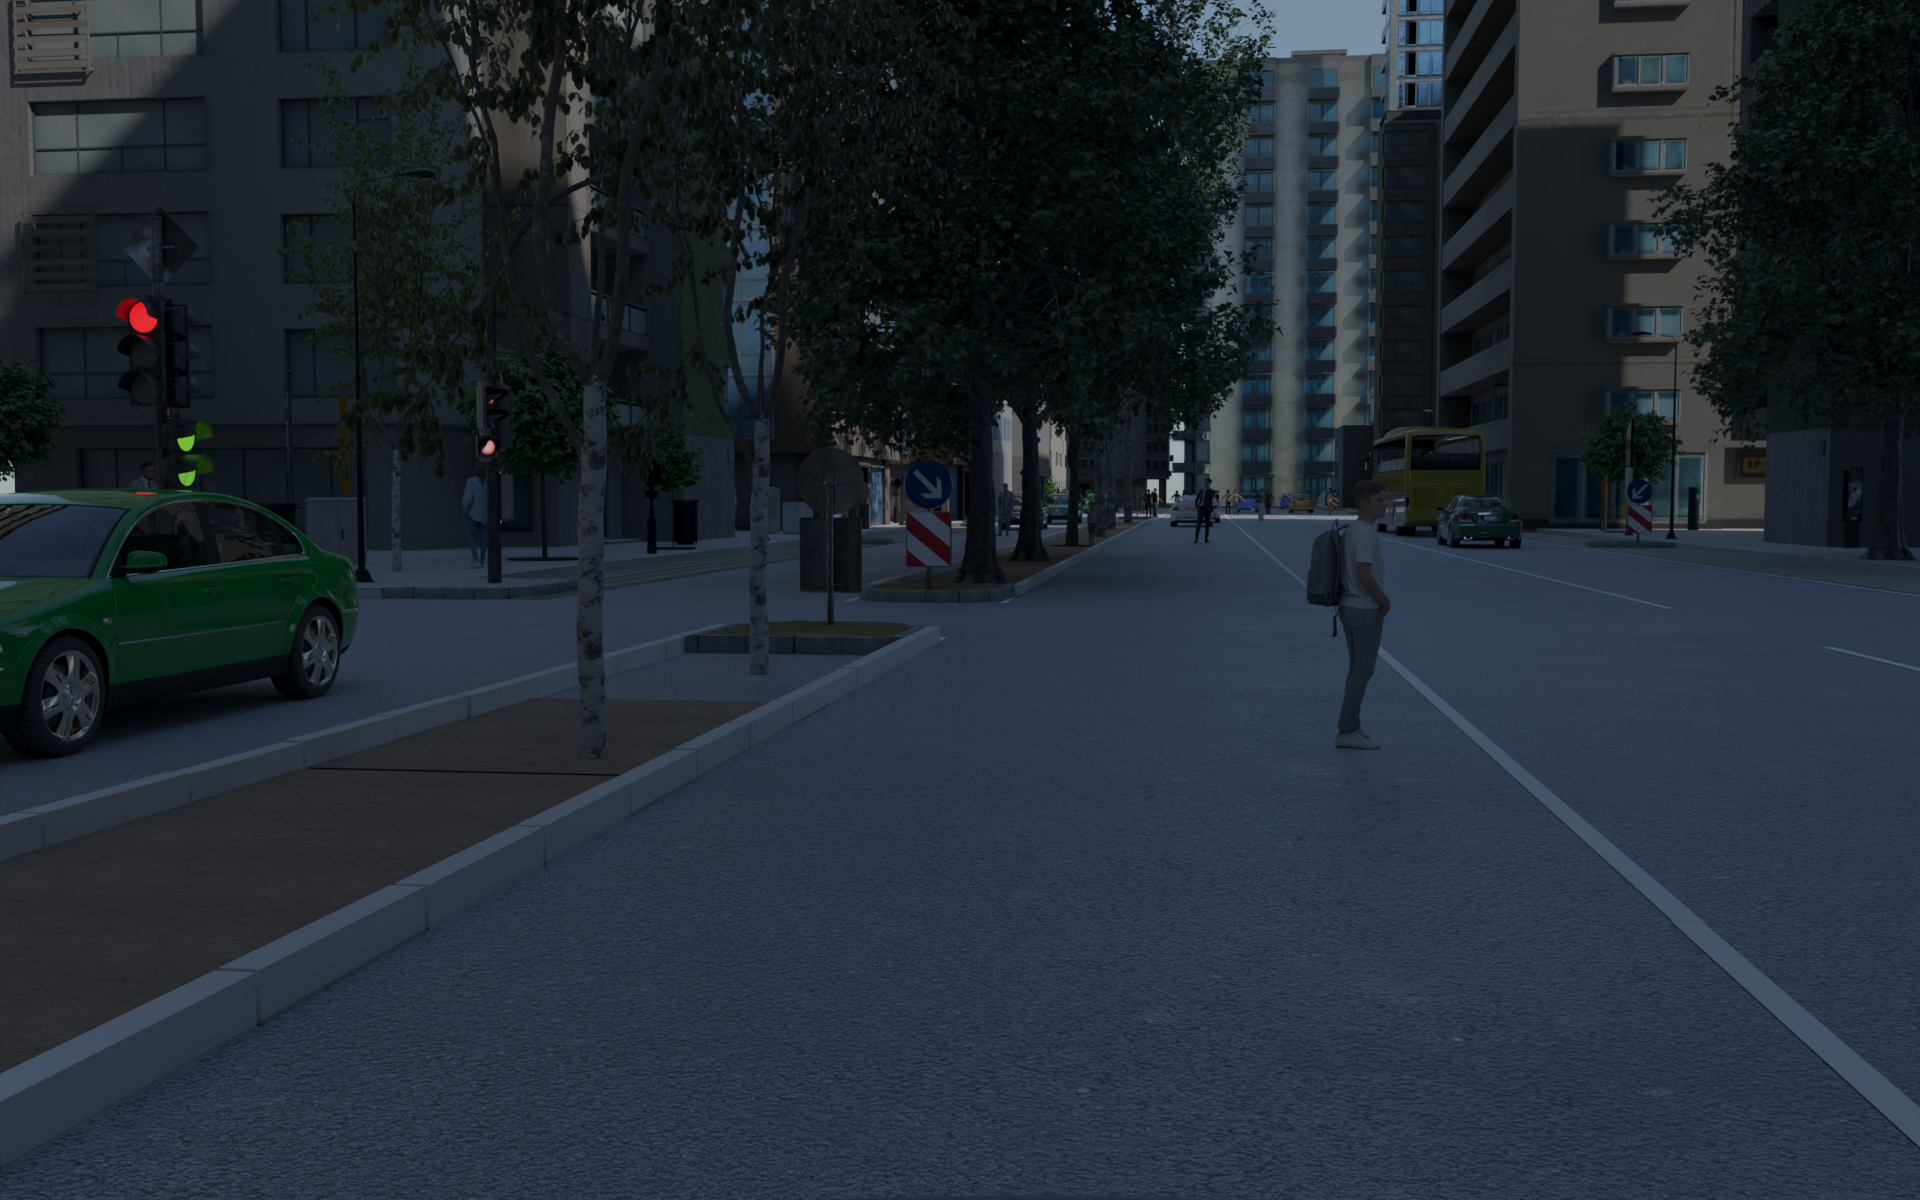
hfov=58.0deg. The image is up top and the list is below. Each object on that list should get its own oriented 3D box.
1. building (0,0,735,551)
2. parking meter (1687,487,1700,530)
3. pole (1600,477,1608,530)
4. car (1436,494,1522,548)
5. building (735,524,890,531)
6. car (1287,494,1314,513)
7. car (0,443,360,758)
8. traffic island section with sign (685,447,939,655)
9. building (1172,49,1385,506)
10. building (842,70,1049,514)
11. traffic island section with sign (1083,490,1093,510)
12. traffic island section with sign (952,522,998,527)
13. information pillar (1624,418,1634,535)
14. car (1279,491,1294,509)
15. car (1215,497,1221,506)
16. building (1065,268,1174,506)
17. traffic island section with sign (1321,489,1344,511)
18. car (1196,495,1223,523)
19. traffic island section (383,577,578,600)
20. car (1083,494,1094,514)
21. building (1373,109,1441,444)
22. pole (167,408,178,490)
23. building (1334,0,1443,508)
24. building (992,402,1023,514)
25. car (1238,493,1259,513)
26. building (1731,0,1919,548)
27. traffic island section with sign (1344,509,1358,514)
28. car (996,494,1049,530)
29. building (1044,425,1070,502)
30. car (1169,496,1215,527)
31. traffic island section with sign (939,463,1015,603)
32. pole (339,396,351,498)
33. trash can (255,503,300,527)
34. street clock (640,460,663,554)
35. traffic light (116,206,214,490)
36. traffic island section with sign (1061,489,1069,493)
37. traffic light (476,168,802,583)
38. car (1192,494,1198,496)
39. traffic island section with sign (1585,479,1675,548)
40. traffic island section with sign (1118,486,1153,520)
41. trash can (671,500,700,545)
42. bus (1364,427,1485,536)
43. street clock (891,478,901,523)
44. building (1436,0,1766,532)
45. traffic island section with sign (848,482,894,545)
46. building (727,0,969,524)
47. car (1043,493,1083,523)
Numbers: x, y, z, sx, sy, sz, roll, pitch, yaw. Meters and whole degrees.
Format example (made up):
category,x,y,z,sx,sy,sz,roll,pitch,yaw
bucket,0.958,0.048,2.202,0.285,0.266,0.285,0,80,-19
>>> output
category,x,y,z,sx,sy,sz,roll,pitch,yaw
building,-14.576,-22.066,44.373,14.154,41.232,14.086,0,4,8
parking meter,26.174,-3.265,61.801,0.372,1.533,0.369,0,3,0
pole,22.778,-4.120,61.203,0.158,3.312,0.155,0,3,0
car,14.163,-2.173,47.331,2.131,1.459,4.920,1,4,9
building,-10.368,-25.435,65.978,14.600,45.320,14.200,0,4,8
car,25.608,-7.331,130.078,2.015,1.641,3.980,0,4,8
car,-5.536,-0.129,10.907,1.959,1.807,4.718,0,4,7
traffic island section with sign,-1.361,-0.507,16.419,2.006,1.907,1.989,0,4,8
building,38.778,-34.866,189.673,30.456,49.044,23.786,0,4,8
building,-0.453,-29.690,135.541,14.600,45.320,14.200,0,4,8
traffic island section with sign,11.439,-8.835,153.072,1.989,1.847,2.006,0,4,8
traffic island section with sign,0.768,-4.145,76.402,1.989,1.847,2.006,0,4,8
information pillar,20.809,-3.823,53.857,0.183,3.616,0.504,0,4,4
car,31.155,-9.427,163.728,1.945,1.707,3.694,0,4,7
car,15.743,-6.016,110.935,1.945,1.354,3.894,0,4,7
building,12.388,-31.001,198.743,23.993,40.220,32.217,0,4,8
traffic island section with sign,32.293,-8.633,149.772,1.989,1.847,2.006,0,4,8
car,12.237,-4.604,87.642,2.083,1.381,4.827,1,4,8
traffic island section,-6.729,-0.166,24.988,2.009,0.180,2.903,0,4,8
car,9.928,-7.120,125.201,1.959,1.807,4.718,0,4,7
building,38.845,-22.089,132.861,14.160,30.474,14.107,0,4,8
pole,-12.661,-2.081,27.860,0.158,3.312,0.155,0,3,0
building,46.107,-51.388,152.871,22.319,86.520,31.000,0,4,8
building,-7.185,-34.988,114.060,21.231,58.520,28.212,0,4,8
car,22.470,-7.679,135.150,1.945,1.707,3.694,1,4,9
building,28.826,-16.820,46.713,14.160,30.474,14.107,0,4,8
traffic island section with sign,28.549,-6.984,122.824,1.989,1.847,2.006,0,4,8
car,2.591,-3.597,70.606,2.131,1.459,4.920,0,4,6
building,-4.638,-19.494,163.760,28.899,21.520,27.650,0,4,8
car,10.317,-3.957,77.057,2.083,1.381,4.827,0,4,8
traffic island section with sign,-0.330,-0.955,23.754,2.006,1.907,1.989,0,4,8
pole,-12.788,-2.581,36.042,0.158,3.312,0.155,0,3,0
trash can,-10.938,-0.980,27.679,0.748,1.137,0.748,0,3,0
street clock,-6.601,-1.987,37.063,0.471,2.002,0.358,0,4,0
traffic light,-7.791,-1.714,16.939,0.839,4.253,0.868,0,4,8
traffic island section with sign,7.719,-7.202,126.374,1.989,1.847,2.006,0,4,8
traffic light,-4.606,-3.054,24.595,4.771,5.953,1.251,0,4,8
car,19.700,-7.987,142.593,2.014,1.417,4.499,1,4,8
traffic island section with sign,17.927,-2.315,46.476,1.989,1.847,2.006,0,4,8
traffic island section with sign,10.018,-5.507,98.179,2.006,1.907,1.989,0,4,8
trash can,-6.942,-1.965,43.774,0.748,1.137,0.748,0,3,0
bus,16.612,-4.334,62.407,2.896,3.916,12.252,0,4,8
street clock,-2.836,-4.424,76.909,0.358,2.002,0.471,3,5,42
building,32.407,-27.402,71.719,21.300,48.544,21.600,0,4,8
traffic island section with sign,-2.952,-2.512,49.704,1.989,1.847,2.006,0,4,8
building,-6.133,-26.768,87.763,14.600,45.320,14.200,0,4,8
car,4.970,-4.638,84.631,1.959,1.807,4.718,1,4,9
